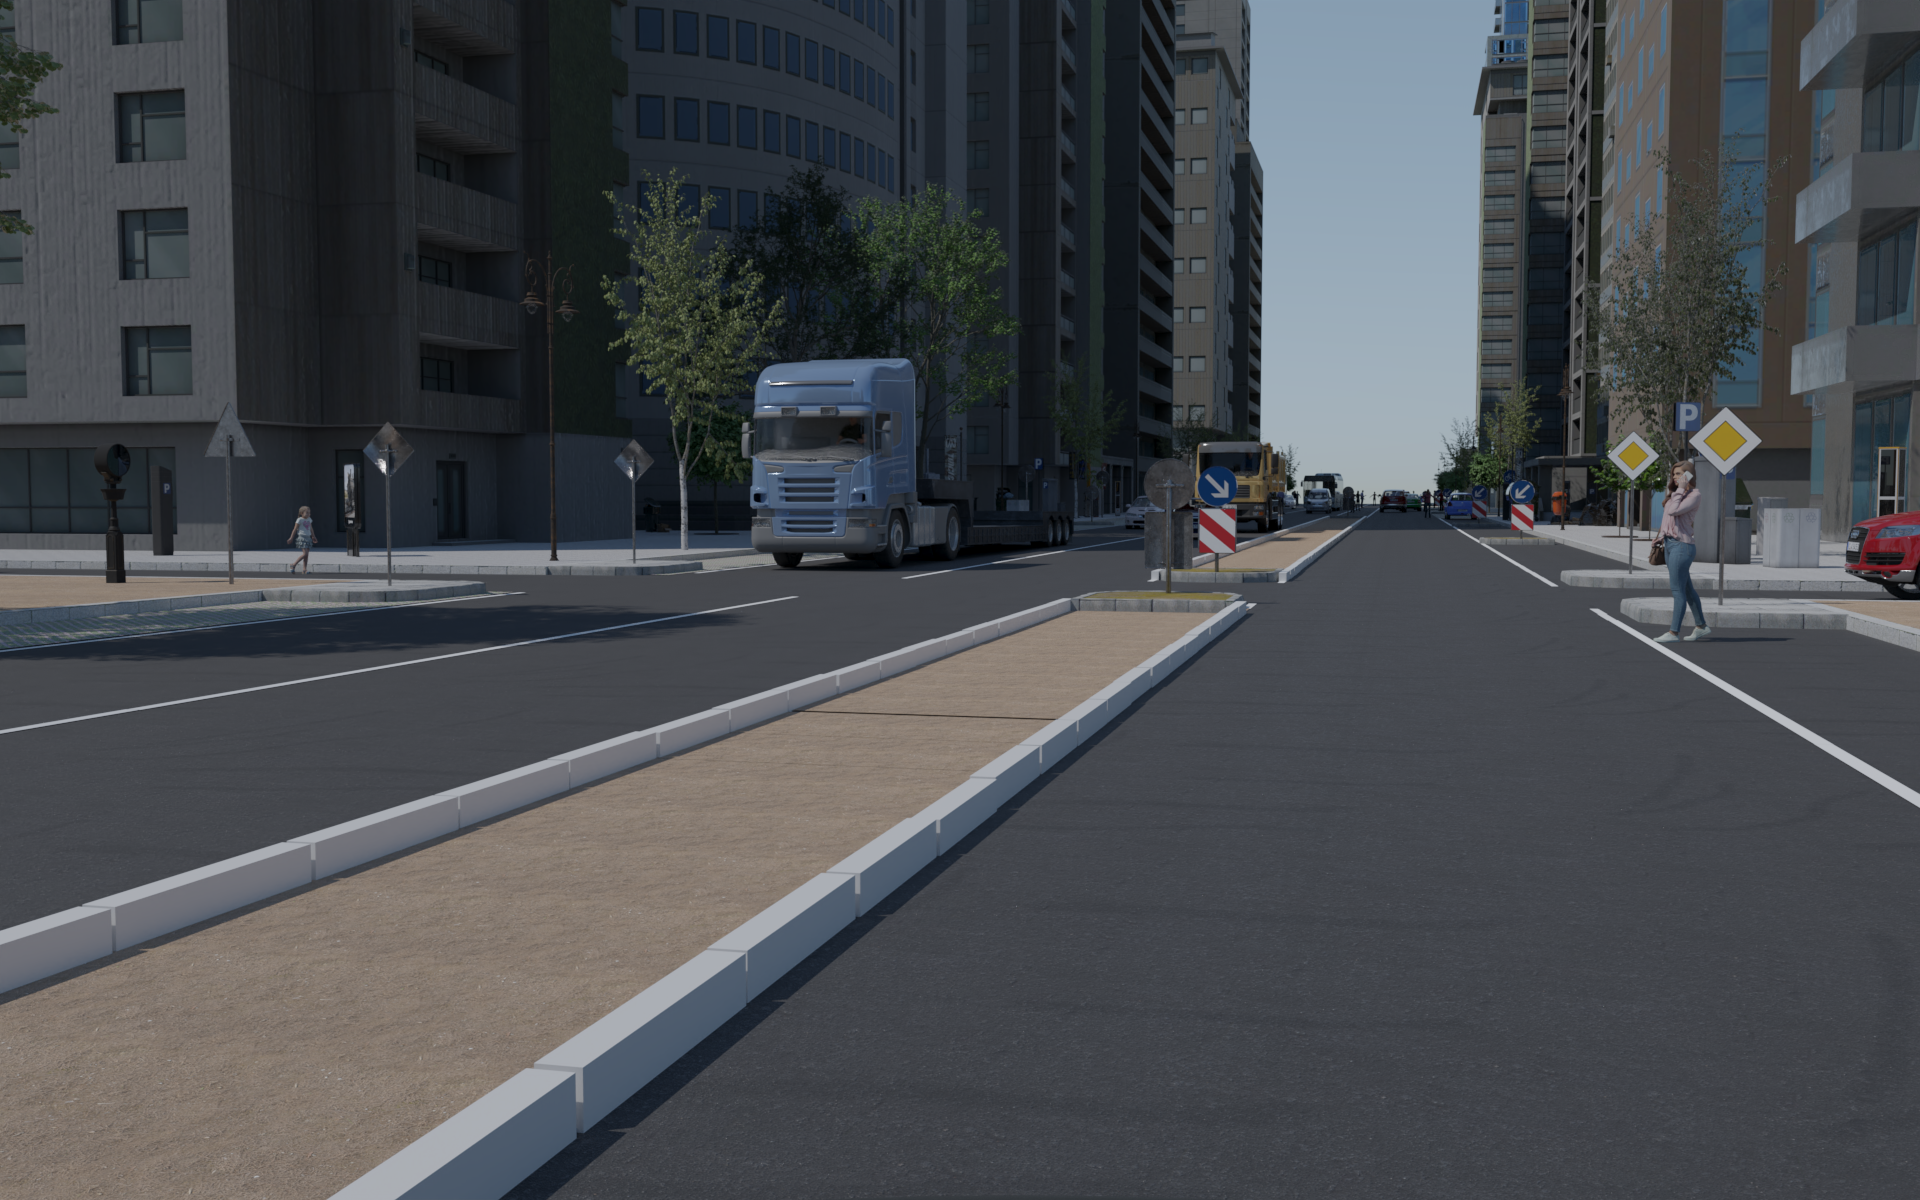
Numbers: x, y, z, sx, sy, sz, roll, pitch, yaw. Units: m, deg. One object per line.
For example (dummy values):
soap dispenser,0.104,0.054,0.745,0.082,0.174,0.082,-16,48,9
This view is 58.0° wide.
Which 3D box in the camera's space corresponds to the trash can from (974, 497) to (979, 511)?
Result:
trash can,0.409,-3.737,72.758,0.748,1.137,0.748,0,3,0

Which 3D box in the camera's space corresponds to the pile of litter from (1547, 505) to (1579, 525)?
pile of litter,25.347,-3.558,72.142,1.719,0.858,1.176,1,4,13

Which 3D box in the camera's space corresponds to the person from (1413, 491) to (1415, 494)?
person,43.887,-9.687,167.402,1.217,1.766,0.721,3,5,44

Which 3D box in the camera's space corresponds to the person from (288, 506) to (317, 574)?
person,-11.768,-1.073,31.052,0.382,1.210,0.505,1,4,19

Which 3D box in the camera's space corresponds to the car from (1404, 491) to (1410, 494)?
car,51.836,-11.862,202.608,2.281,1.827,5.304,1,4,16

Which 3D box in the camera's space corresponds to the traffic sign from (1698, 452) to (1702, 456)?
traffic sign,14.583,-2.032,33.322,0.768,2.556,0.104,1,4,21

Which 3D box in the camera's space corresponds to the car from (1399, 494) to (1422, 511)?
car,37.597,-8.311,144.673,1.959,1.807,4.718,1,4,13

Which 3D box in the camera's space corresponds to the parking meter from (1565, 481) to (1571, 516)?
parking meter,26.335,-4.253,75.253,0.255,1.863,0.399,2,4,34

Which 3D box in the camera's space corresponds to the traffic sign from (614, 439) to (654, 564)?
traffic sign,-5.999,-1.726,31.861,0.795,2.450,0.064,1,4,14

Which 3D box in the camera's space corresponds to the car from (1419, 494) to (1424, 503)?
car,65.528,-14.369,244.519,1.945,1.707,3.694,1,4,15

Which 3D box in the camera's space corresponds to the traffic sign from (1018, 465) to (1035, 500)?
traffic sign,2.879,-4.585,75.064,0.768,2.556,0.104,1,4,20

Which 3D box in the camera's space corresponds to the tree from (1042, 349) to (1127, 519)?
tree,6.107,-8.421,88.045,4.737,8.622,4.395,0,3,0

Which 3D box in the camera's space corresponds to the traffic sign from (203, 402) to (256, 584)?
traffic sign,-10.356,-1.501,24.544,0.884,2.594,0.081,1,4,17

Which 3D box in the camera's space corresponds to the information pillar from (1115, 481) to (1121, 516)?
information pillar,9.129,-5.855,100.215,0.304,2.012,0.304,0,4,3

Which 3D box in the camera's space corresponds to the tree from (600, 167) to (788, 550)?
tree,-6.204,-5.434,39.215,4.737,8.622,4.395,0,3,0

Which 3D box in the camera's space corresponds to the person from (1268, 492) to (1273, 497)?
person,18.848,-5.852,104.961,0.721,1.735,1.217,3,5,43

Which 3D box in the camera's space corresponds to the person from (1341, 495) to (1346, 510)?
person,33.756,-8.857,153.834,1.217,1.766,0.721,0,4,6

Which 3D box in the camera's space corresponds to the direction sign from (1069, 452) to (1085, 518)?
direction sign,6.268,-6.165,92.799,0.876,3.537,0.379,0,4,-8

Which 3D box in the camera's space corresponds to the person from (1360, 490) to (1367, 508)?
person,41.228,-10.313,176.988,0.599,1.838,0.709,-1,4,-11

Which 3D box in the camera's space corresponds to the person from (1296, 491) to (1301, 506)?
person,42.072,-12.693,216.112,1.350,1.814,0.705,-2,4,-33

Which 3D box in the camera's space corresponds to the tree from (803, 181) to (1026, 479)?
tree,-1.505,-8.155,59.082,9.928,11.665,9.643,0,3,0

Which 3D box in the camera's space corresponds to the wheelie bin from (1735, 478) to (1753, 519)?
wheelie bin,15.056,-1.599,34.046,0.980,1.594,0.693,-1,4,-16

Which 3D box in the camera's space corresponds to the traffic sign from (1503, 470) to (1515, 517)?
traffic sign,28.785,-5.532,90.558,0.768,2.556,0.104,1,4,20

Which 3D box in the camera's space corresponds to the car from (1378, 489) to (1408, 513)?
car,33.993,-7.783,135.924,2.281,1.827,5.304,1,4,13

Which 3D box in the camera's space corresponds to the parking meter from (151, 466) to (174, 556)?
parking meter,-16.623,-1.859,36.103,0.255,1.863,0.399,1,4,12

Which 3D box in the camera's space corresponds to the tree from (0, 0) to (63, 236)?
tree,-12.245,-6.019,16.534,7.486,12.596,7.792,0,3,0

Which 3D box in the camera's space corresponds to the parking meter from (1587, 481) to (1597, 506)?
parking meter,27.482,-4.258,75.334,0.399,1.863,0.255,2,4,28

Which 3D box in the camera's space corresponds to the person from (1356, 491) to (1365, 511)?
person,34.160,-8.518,148.493,1.217,1.735,0.721,3,4,39

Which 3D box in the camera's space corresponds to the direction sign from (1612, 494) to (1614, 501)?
direction sign,27.628,-4.971,73.281,0.379,3.537,0.876,1,4,22

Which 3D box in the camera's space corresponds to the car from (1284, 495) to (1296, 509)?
car,30.715,-9.248,163.564,2.083,1.381,4.827,1,4,13

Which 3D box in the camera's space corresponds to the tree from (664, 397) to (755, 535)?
tree,-7.753,-4.364,55.068,4.285,4.588,4.351,0,3,0

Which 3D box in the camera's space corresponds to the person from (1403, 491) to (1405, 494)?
person,44.385,-10.044,173.277,0.990,1.755,0.434,2,4,34

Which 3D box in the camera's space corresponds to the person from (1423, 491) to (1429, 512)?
person,37.668,-7.989,139.921,0.445,1.727,0.742,1,4,17

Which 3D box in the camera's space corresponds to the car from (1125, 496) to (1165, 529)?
car,8.032,-3.669,72.357,2.083,1.381,4.827,1,4,13

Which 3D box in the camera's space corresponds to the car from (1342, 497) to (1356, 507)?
car,42.745,-11.088,191.083,2.009,1.686,4.222,1,4,16

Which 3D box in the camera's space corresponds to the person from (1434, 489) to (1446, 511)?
person,39.992,-8.286,143.912,0.705,1.831,1.348,-2,4,-33

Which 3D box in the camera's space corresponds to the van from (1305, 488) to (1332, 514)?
van,26.441,-7.373,127.565,2.013,2.044,4.112,1,4,16

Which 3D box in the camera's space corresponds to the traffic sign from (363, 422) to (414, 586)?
traffic sign,-7.958,-1.252,24.119,0.795,2.450,0.064,1,4,14

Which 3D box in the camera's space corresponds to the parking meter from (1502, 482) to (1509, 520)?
parking meter,26.704,-4.833,84.733,0.255,1.863,0.399,1,4,9

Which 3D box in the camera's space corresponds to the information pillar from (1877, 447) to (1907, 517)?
information pillar,14.620,-1.389,27.203,0.304,2.012,0.304,-3,5,-40

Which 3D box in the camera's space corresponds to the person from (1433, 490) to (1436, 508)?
person,47.667,-10.109,173.798,0.705,1.823,1.348,1,4,14

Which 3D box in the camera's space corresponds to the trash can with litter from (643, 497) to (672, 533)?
trash can with litter,-10.108,-2.854,58.047,1.055,1.170,0.624,2,4,32

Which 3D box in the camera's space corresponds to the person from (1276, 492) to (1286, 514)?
person,22.902,-7.037,123.430,0.709,1.838,0.599,2,4,26

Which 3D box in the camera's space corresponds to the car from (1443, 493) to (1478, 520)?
car,28.381,-5.416,98.145,1.945,1.707,3.694,1,4,13

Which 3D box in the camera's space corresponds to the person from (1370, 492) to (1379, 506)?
person,50.082,-12.241,209.349,1.217,1.736,0.721,0,4,-2

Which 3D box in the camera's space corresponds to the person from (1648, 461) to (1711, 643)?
person,7.026,-0.470,16.776,0.643,1.750,0.593,0,4,1

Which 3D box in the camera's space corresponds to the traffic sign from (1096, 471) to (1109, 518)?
traffic sign,7.720,-5.739,93.943,0.768,2.556,0.104,1,4,23

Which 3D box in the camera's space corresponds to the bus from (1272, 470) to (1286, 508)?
bus,24.191,-8.920,137.392,2.896,3.916,12.252,1,4,15

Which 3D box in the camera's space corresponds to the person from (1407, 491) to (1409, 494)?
person,47.902,-10.733,184.770,0.721,1.735,1.217,2,4,29

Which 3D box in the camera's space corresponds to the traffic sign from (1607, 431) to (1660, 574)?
traffic sign,10.715,-1.467,27.627,0.795,2.450,0.064,1,4,14

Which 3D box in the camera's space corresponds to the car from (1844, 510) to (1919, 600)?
car,14.332,-0.832,22.271,5.304,1.827,2.281,1,4,13

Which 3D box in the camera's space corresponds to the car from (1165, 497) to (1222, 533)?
car,7.601,-2.633,55.636,1.945,1.354,3.894,1,4,13

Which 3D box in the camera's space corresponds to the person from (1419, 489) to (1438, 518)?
person,28.201,-5.819,104.365,1.217,1.743,0.721,1,4,14

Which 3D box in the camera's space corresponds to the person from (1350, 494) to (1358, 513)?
person,30.344,-7.637,134.066,1.217,1.736,0.721,-2,4,-24

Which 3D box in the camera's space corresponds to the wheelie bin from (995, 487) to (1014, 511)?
wheelie bin,2.077,-4.505,81.566,0.980,1.594,0.693,2,4,25

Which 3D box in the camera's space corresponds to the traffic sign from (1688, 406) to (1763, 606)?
traffic sign,8.757,-0.993,19.885,0.795,2.450,0.064,1,4,14

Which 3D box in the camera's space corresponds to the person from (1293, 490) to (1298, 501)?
person,34.048,-10.263,176.311,0.705,1.822,1.348,3,5,45

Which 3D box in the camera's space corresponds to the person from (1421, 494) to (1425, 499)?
person,60.150,-13.156,223.685,1.350,1.814,0.705,2,4,33

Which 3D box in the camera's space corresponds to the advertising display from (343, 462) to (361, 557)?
advertising display,-12.492,-1.859,35.604,0.123,1.923,0.974,-2,4,-32

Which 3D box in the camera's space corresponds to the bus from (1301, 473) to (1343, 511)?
bus,30.837,-9.298,146.881,2.948,3.499,13.247,1,4,16
